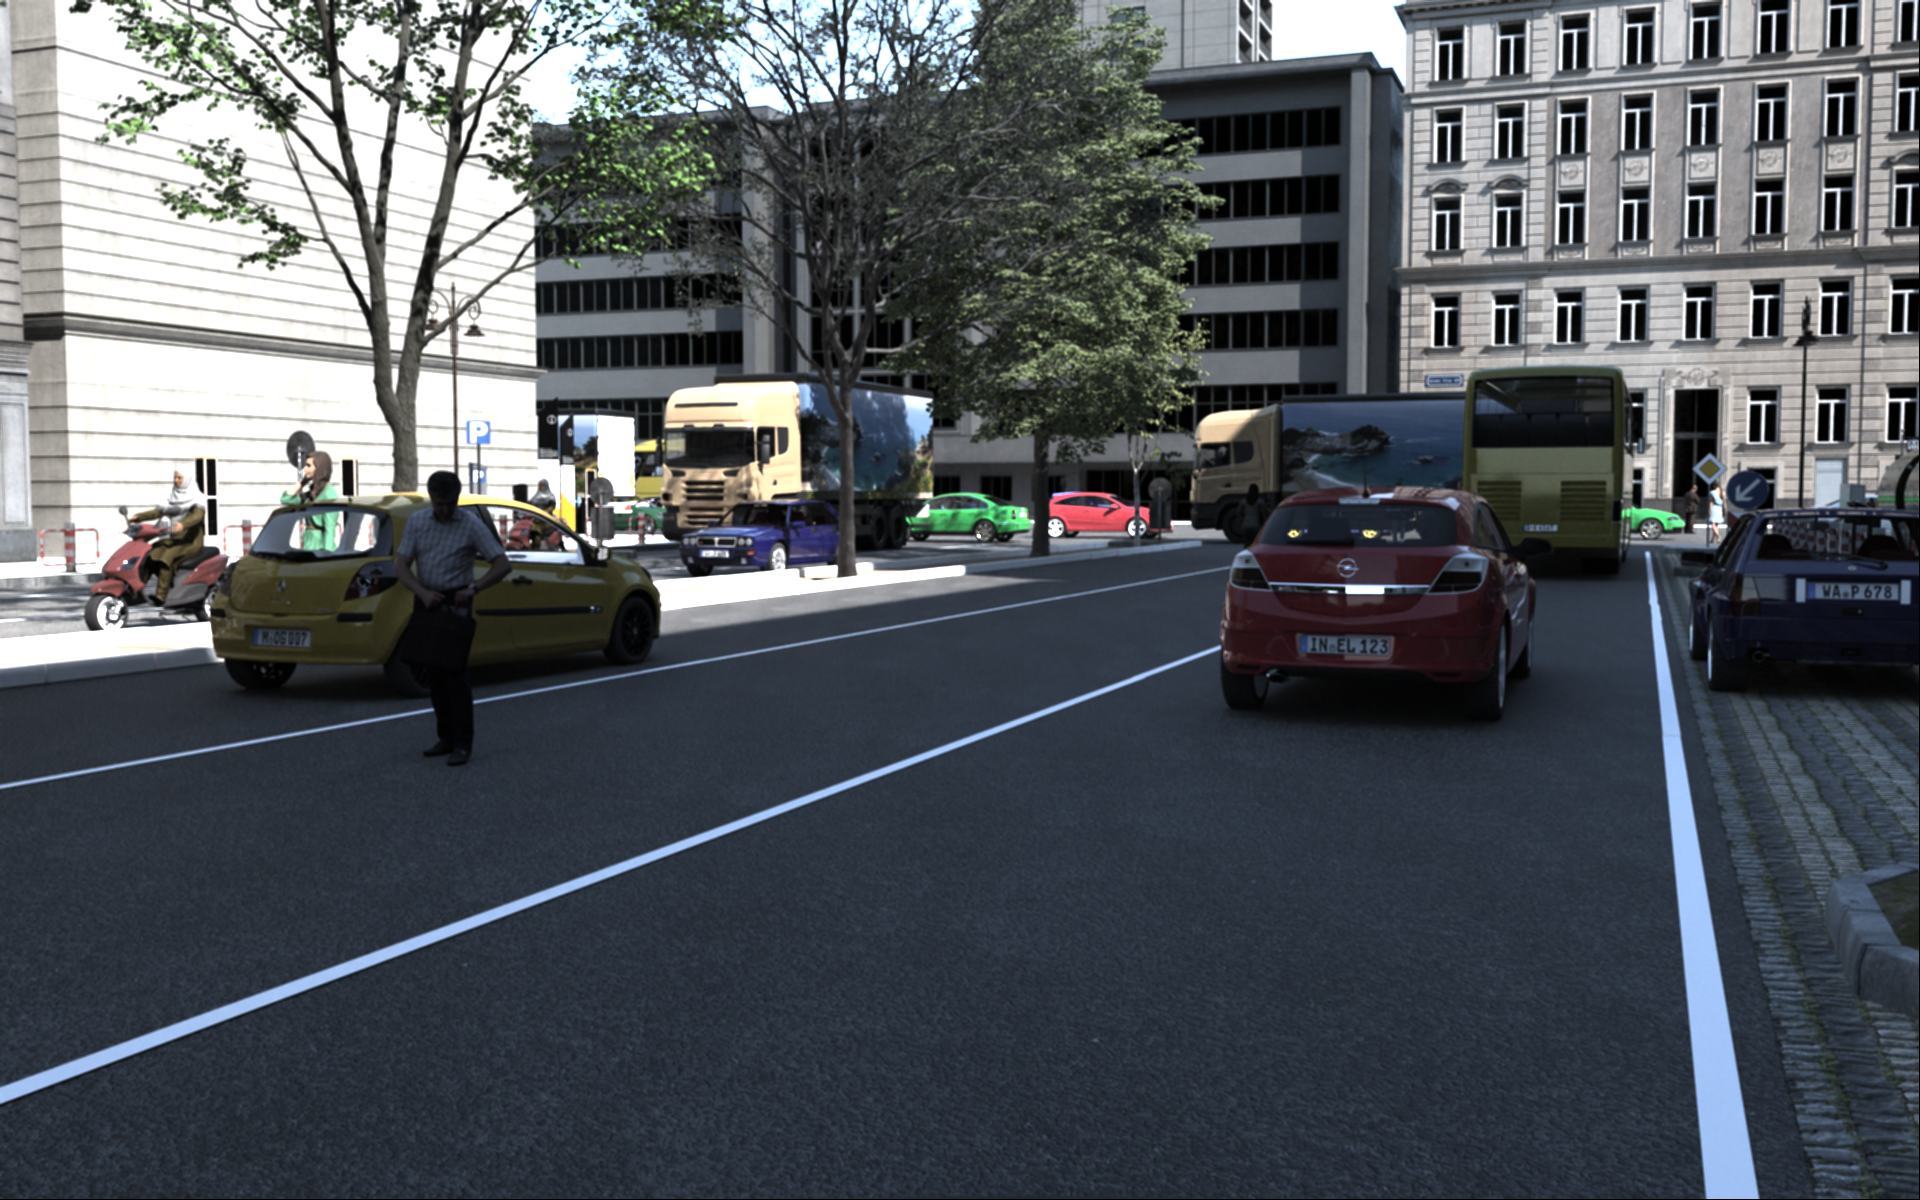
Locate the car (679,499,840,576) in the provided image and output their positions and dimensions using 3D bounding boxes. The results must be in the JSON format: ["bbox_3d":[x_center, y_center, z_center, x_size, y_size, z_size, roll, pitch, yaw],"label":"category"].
[{"bbox_3d":[-3.400,-1.125,30.973,1.945,1.354,3.894,1,4,23],"label":"car"}]

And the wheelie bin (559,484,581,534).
[{"bbox_3d":[-12.200,-2.784,53.419,0.980,1.594,0.693,-2,4,-25],"label":"wheelie bin"}]

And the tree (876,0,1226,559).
[{"bbox_3d":[1.789,-7.143,37.374,7.486,12.596,7.792,0,3,0],"label":"tree"}]

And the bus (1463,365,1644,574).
[{"bbox_3d":[11.875,-2.608,34.189,2.896,3.916,12.252,1,4,22],"label":"bus"}]

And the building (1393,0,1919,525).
[{"bbox_3d":[32.647,-17.088,76.644,25.104,27.353,12.463,1,4,21],"label":"building"}]

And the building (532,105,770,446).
[{"bbox_3d":[-20.880,-17.089,98.470,30.058,24.678,14.314,1,4,21],"label":"building"}]

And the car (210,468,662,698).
[{"bbox_3d":[-3.945,-0.217,13.766,2.015,1.641,3.980,1,4,23],"label":"car"}]

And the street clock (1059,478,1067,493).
[{"bbox_3d":[4.620,-4.459,77.478,0.358,2.002,0.471,0,4,-5],"label":"street clock"}]

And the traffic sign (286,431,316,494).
[{"bbox_3d":[-13.267,-2.124,34.832,0.768,2.556,0.104,2,4,24],"label":"traffic sign"}]

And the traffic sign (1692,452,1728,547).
[{"bbox_3d":[18.046,-2.331,41.746,0.795,2.450,0.064,1,4,21],"label":"traffic sign"}]

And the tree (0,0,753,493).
[{"bbox_3d":[-5.759,-5.466,17.588,9.928,11.665,9.643,0,3,0],"label":"tree"}]

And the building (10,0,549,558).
[{"bbox_3d":[-34.789,-16.657,48.760,44.131,29.872,17.030,1,4,21],"label":"building"}]

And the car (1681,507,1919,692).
[{"bbox_3d":[6.697,-0.057,13.514,1.945,1.354,3.894,1,4,20],"label":"car"}]

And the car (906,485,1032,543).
[{"bbox_3d":[-0.215,-2.654,52.195,4.718,1.807,1.959,1,4,21],"label":"car"}]

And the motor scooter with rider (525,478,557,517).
[{"bbox_3d":[-8.008,-1.441,32.519,0.876,1.779,1.986,1,4,20],"label":"motor scooter with rider"}]

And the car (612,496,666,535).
[{"bbox_3d":[-12.104,-3.076,62.083,4.920,1.459,2.131,1,4,19],"label":"car"}]

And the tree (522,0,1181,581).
[{"bbox_3d":[-1.875,-7.037,27.877,12.009,13.543,11.850,0,3,0],"label":"tree"}]

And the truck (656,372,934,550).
[{"bbox_3d":[-3.841,-3.276,42.472,2.839,4.237,11.283,1,4,21],"label":"truck"}]

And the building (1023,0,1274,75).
[{"bbox_3d":[18.522,-43.634,151.673,20.563,71.187,20.611,1,4,21],"label":"building"}]

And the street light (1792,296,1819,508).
[{"bbox_3d":[19.785,-4.150,40.645,0.468,5.910,1.993,1,4,21],"label":"street light"}]

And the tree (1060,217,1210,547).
[{"bbox_3d":[4.485,-5.568,43.849,4.737,8.622,4.395,0,3,0],"label":"tree"}]

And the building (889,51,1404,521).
[{"bbox_3d":[7.231,-16.439,87.846,30.058,24.678,14.314,1,4,21],"label":"building"}]

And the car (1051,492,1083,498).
[{"bbox_3d":[5.202,-3.695,70.000,3.694,1.707,1.945,1,4,20],"label":"car"}]

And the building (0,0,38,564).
[{"bbox_3d":[-24.980,-10.779,25.381,9.793,20.994,18.267,1,4,21],"label":"building"}]

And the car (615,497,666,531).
[{"bbox_3d":[-11.737,-3.318,66.829,3.894,1.354,1.945,1,4,22],"label":"car"}]

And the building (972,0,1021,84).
[{"bbox_3d":[16.480,-40.101,197.653,28.212,58.520,21.231,1,4,21],"label":"building"}]

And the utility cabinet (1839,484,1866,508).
[{"bbox_3d":[19.048,-1.731,36.973,0.318,1.500,1.173,1,4,17],"label":"utility cabinet"}]

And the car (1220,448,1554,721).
[{"bbox_3d":[3.168,-0.219,12.629,2.155,1.783,4.494,1,4,22],"label":"car"}]

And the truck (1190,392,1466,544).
[{"bbox_3d":[11.673,-3.710,49.576,11.283,4.237,2.839,1,4,21],"label":"truck"}]

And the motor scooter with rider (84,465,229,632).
[{"bbox_3d":[-8.371,-0.562,18.158,0.876,1.779,1.986,1,4,21],"label":"motor scooter with rider"}]

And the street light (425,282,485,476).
[{"bbox_3d":[-11.053,-3.985,37.941,0.468,5.910,1.993,1,4,21],"label":"street light"}]

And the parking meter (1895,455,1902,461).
[{"bbox_3d":[14.200,-1.235,25.910,0.255,1.863,0.399,-1,4,-15],"label":"parking meter"}]

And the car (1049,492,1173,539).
[{"bbox_3d":[4.750,-2.909,56.607,4.494,1.783,2.155,1,4,21],"label":"car"}]

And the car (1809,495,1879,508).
[{"bbox_3d":[29.661,-2.666,55.585,4.499,1.417,2.014,1,4,22],"label":"car"}]

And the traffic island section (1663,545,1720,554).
[{"bbox_3d":[18.071,-1.195,41.815,2.009,0.180,2.903,1,4,21],"label":"traffic island section"}]

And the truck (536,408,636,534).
[{"bbox_3d":[-16.657,-4.318,59.519,11.283,4.237,2.839,1,4,20],"label":"truck"}]

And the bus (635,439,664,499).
[{"bbox_3d":[-10.081,-5.204,76.630,12.252,3.916,2.896,1,4,23],"label":"bus"}]

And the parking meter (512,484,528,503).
[{"bbox_3d":[-11.055,-2.150,43.562,0.372,1.533,0.369,0,3,0],"label":"parking meter"}]

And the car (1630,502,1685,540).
[{"bbox_3d":[20.558,-2.838,55.196,4.718,1.807,1.959,1,4,23],"label":"car"}]

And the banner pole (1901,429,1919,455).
[{"bbox_3d":[36.496,-4.688,66.663,0.863,3.779,0.401,3,4,36],"label":"banner pole"}]
